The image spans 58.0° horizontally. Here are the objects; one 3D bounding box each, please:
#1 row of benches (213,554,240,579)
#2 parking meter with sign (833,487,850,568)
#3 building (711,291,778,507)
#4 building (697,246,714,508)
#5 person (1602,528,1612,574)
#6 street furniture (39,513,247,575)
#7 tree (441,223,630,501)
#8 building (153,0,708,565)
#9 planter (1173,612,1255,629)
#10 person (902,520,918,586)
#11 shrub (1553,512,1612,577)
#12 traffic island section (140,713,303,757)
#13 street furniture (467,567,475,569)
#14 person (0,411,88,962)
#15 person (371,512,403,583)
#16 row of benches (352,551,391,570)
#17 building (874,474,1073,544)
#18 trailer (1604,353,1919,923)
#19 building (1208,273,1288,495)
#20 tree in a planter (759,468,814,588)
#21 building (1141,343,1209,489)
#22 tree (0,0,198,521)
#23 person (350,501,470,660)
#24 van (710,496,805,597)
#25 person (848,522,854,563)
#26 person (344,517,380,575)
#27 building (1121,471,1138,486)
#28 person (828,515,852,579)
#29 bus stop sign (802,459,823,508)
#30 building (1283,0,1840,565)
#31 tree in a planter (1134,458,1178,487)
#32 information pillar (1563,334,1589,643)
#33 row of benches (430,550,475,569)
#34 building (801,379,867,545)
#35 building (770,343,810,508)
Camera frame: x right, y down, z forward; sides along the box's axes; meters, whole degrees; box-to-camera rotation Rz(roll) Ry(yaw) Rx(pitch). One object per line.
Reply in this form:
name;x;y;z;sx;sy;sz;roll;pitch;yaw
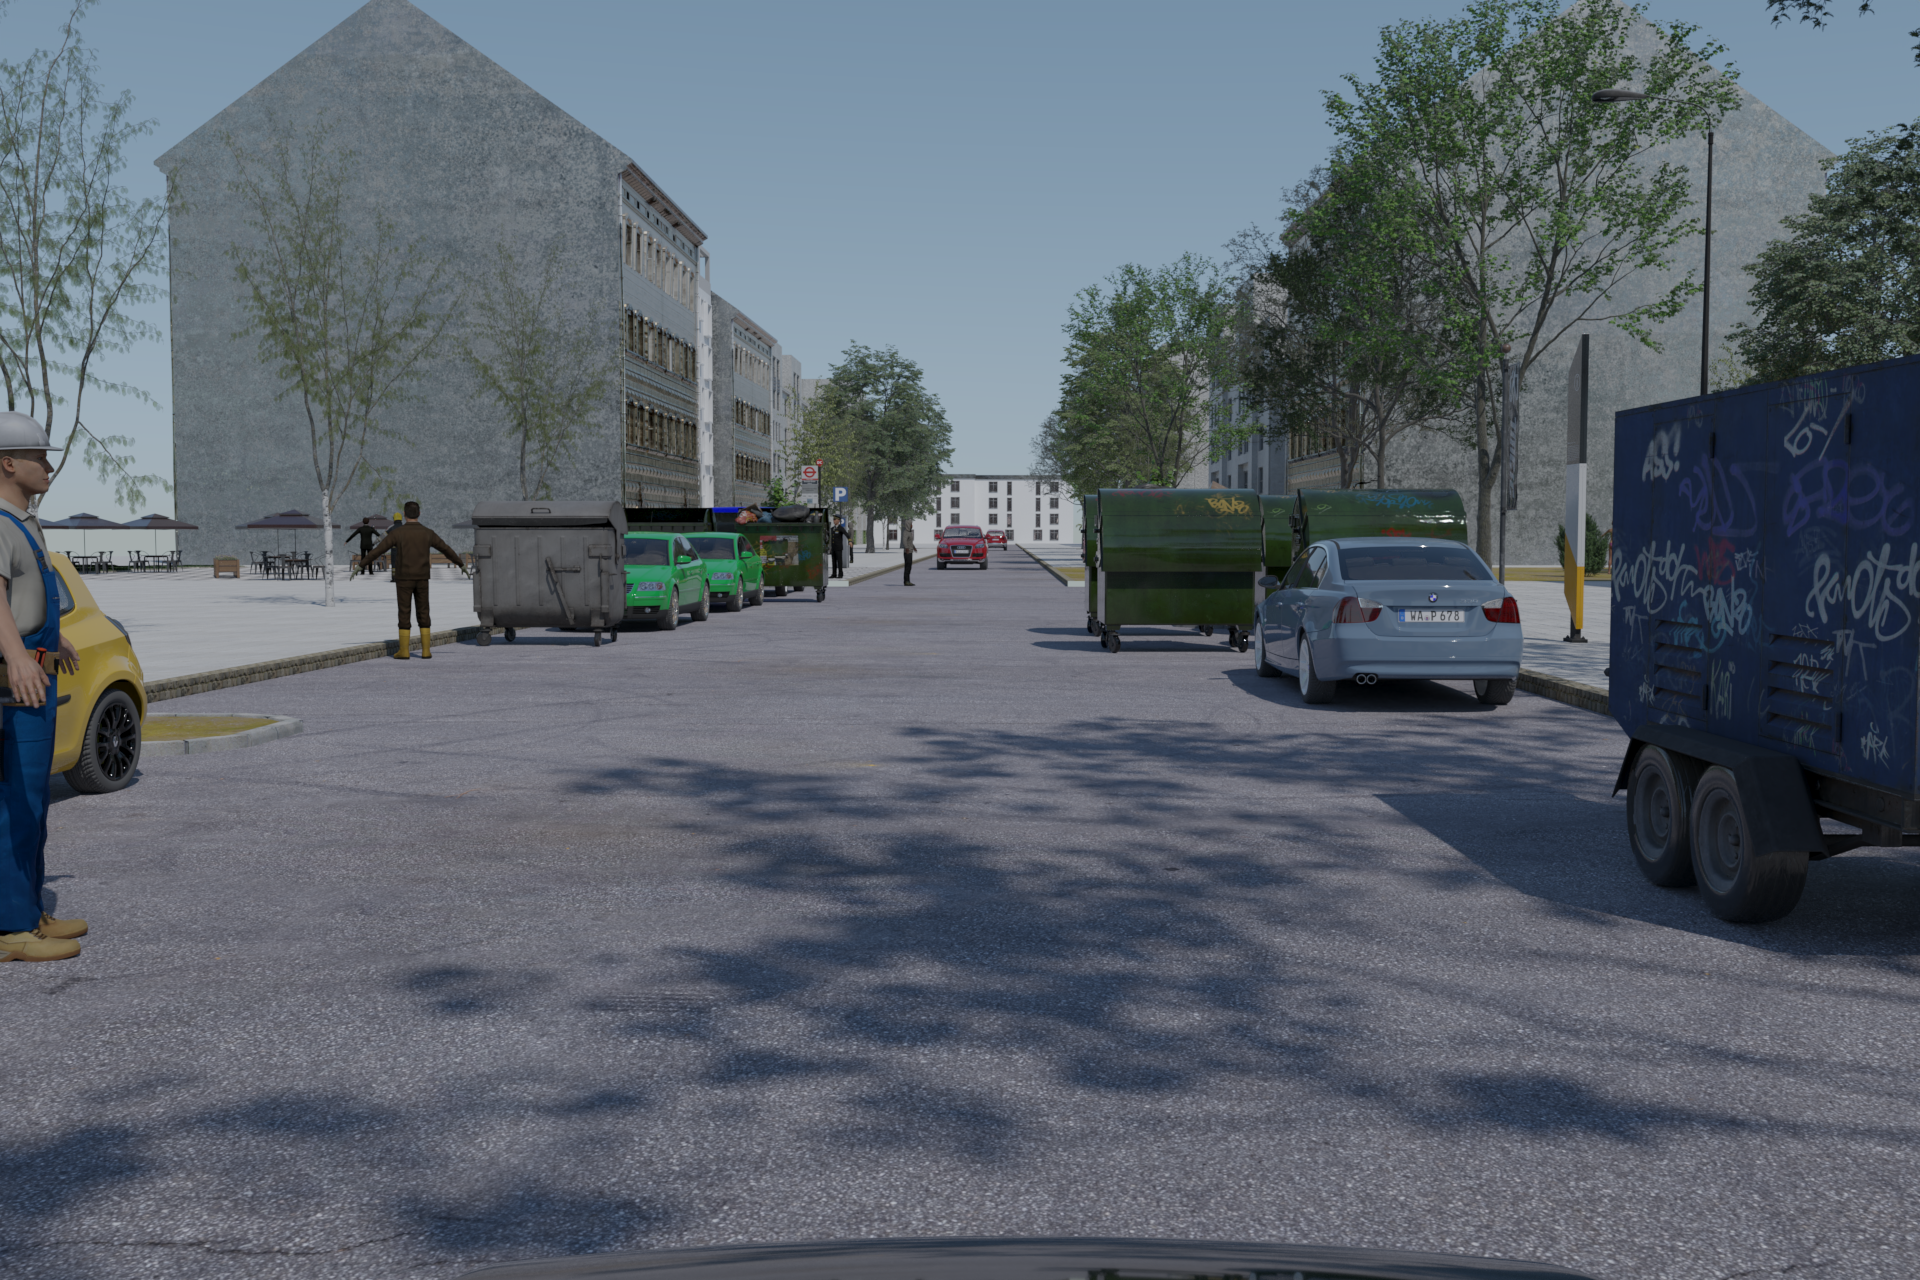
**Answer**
row of benches;-21.855;-2.209;51.577;1.422;0.672;4.104;-2;4;-24
parking meter with sign;-4.411;-4.200;64.938;0.543;3.016;1.738;0;4;1
building;-24.297;-18.092;126.726;19.493;23.208;18.063;0;4;2
building;-21.776;-15.083;103.022;16.016;20.090;11.380;0;4;1
person;20.893;-2.964;55.261;1.217;1.733;0.721;3;4;39
street furniture;-32.191;-2.914;52.666;14.083;1.986;27.439;0;4;-3
tree;-10.755;-5.605;41.999;4.360;8.622;3.978;0;3;0
building;-22.737;-15.190;79.281;19.493;23.208;18.063;0;4;1
planter;4.328;-0.368;27.163;1.991;0.319;1.994;0;4;2
person;-1.400;-2.396;47.767;0.705;1.813;1.348;1;4;9
shrub;18.725;-2.917;52.107;1.690;2.028;1.600;0;3;0
traffic island section;-5.754;0.660;12.068;1.991;0.108;1.994;0;4;1
street furniture;-12.524;-3.041;56.576;9.812;1.723;11.010;1;4;15
person;-3.192;0.146;5.923;0.705;1.847;1.347;-1;4;-23
person;-14.839;-2.444;45.733;1.351;1.858;0.704;-2;4;-28
row of benches;-21.040;-2.934;63.425;1.422;0.672;4.104;0;4;6
building;1.919;-18.196;242.101;28.070;9.664;9.099;0;4;-2
trailer;3.522;-0.021;7.395;1.471;1.999;3.904;0;4;1
building;28.378;-15.858;125.733;16.747;18.905;31.486;0;4;1
tree in a planter;-4.886;-3.024;46.668;1.991;3.239;1.994;0;4;2
building;27.281;-18.509;169.077;16.747;18.905;31.486;0;4;1
tree;-11.505;-4.347;21.435;4.360;8.622;3.978;0;3;0
person;-6.278;-0.689;19.852;1.346;1.812;0.704;-2;4;-29
van;-4.857;-2.263;41.385;2.240;2.365;5.245;0;4;1
person;-4.826;-4.276;76.049;0.705;1.813;1.348;-1;4;-10
person;-18.609;-2.943;54.300;1.347;1.806;0.705;-1;4;-17
building;28.520;-22.654;201.317;19.493;23.208;18.063;0;4;1
person;-3.577;-2.695;50.004;1.347;1.837;0.705;3;4;38
bus stop sign;-5.205;-4.462;61.654;0.855;3.939;0.416;0;4;3
building;25.791;-15.178;79.082;19.493;23.208;18.063;0;4;1
tree in a planter;4.593;-2.656;40.652;1.991;3.239;1.994;0;4;2
information pillar;7.310;-1.785;20.541;0.183;3.616;0.504;0;4;2
row of benches;-18.381;-3.089;65.961;4.104;0.672;1.422;-3;5;-41
building;-20.464;-21.212;213.278;16.747;18.905;31.486;0;4;1
building;-24.962;-18.639;171.211;16.747;18.905;31.486;0;4;1
